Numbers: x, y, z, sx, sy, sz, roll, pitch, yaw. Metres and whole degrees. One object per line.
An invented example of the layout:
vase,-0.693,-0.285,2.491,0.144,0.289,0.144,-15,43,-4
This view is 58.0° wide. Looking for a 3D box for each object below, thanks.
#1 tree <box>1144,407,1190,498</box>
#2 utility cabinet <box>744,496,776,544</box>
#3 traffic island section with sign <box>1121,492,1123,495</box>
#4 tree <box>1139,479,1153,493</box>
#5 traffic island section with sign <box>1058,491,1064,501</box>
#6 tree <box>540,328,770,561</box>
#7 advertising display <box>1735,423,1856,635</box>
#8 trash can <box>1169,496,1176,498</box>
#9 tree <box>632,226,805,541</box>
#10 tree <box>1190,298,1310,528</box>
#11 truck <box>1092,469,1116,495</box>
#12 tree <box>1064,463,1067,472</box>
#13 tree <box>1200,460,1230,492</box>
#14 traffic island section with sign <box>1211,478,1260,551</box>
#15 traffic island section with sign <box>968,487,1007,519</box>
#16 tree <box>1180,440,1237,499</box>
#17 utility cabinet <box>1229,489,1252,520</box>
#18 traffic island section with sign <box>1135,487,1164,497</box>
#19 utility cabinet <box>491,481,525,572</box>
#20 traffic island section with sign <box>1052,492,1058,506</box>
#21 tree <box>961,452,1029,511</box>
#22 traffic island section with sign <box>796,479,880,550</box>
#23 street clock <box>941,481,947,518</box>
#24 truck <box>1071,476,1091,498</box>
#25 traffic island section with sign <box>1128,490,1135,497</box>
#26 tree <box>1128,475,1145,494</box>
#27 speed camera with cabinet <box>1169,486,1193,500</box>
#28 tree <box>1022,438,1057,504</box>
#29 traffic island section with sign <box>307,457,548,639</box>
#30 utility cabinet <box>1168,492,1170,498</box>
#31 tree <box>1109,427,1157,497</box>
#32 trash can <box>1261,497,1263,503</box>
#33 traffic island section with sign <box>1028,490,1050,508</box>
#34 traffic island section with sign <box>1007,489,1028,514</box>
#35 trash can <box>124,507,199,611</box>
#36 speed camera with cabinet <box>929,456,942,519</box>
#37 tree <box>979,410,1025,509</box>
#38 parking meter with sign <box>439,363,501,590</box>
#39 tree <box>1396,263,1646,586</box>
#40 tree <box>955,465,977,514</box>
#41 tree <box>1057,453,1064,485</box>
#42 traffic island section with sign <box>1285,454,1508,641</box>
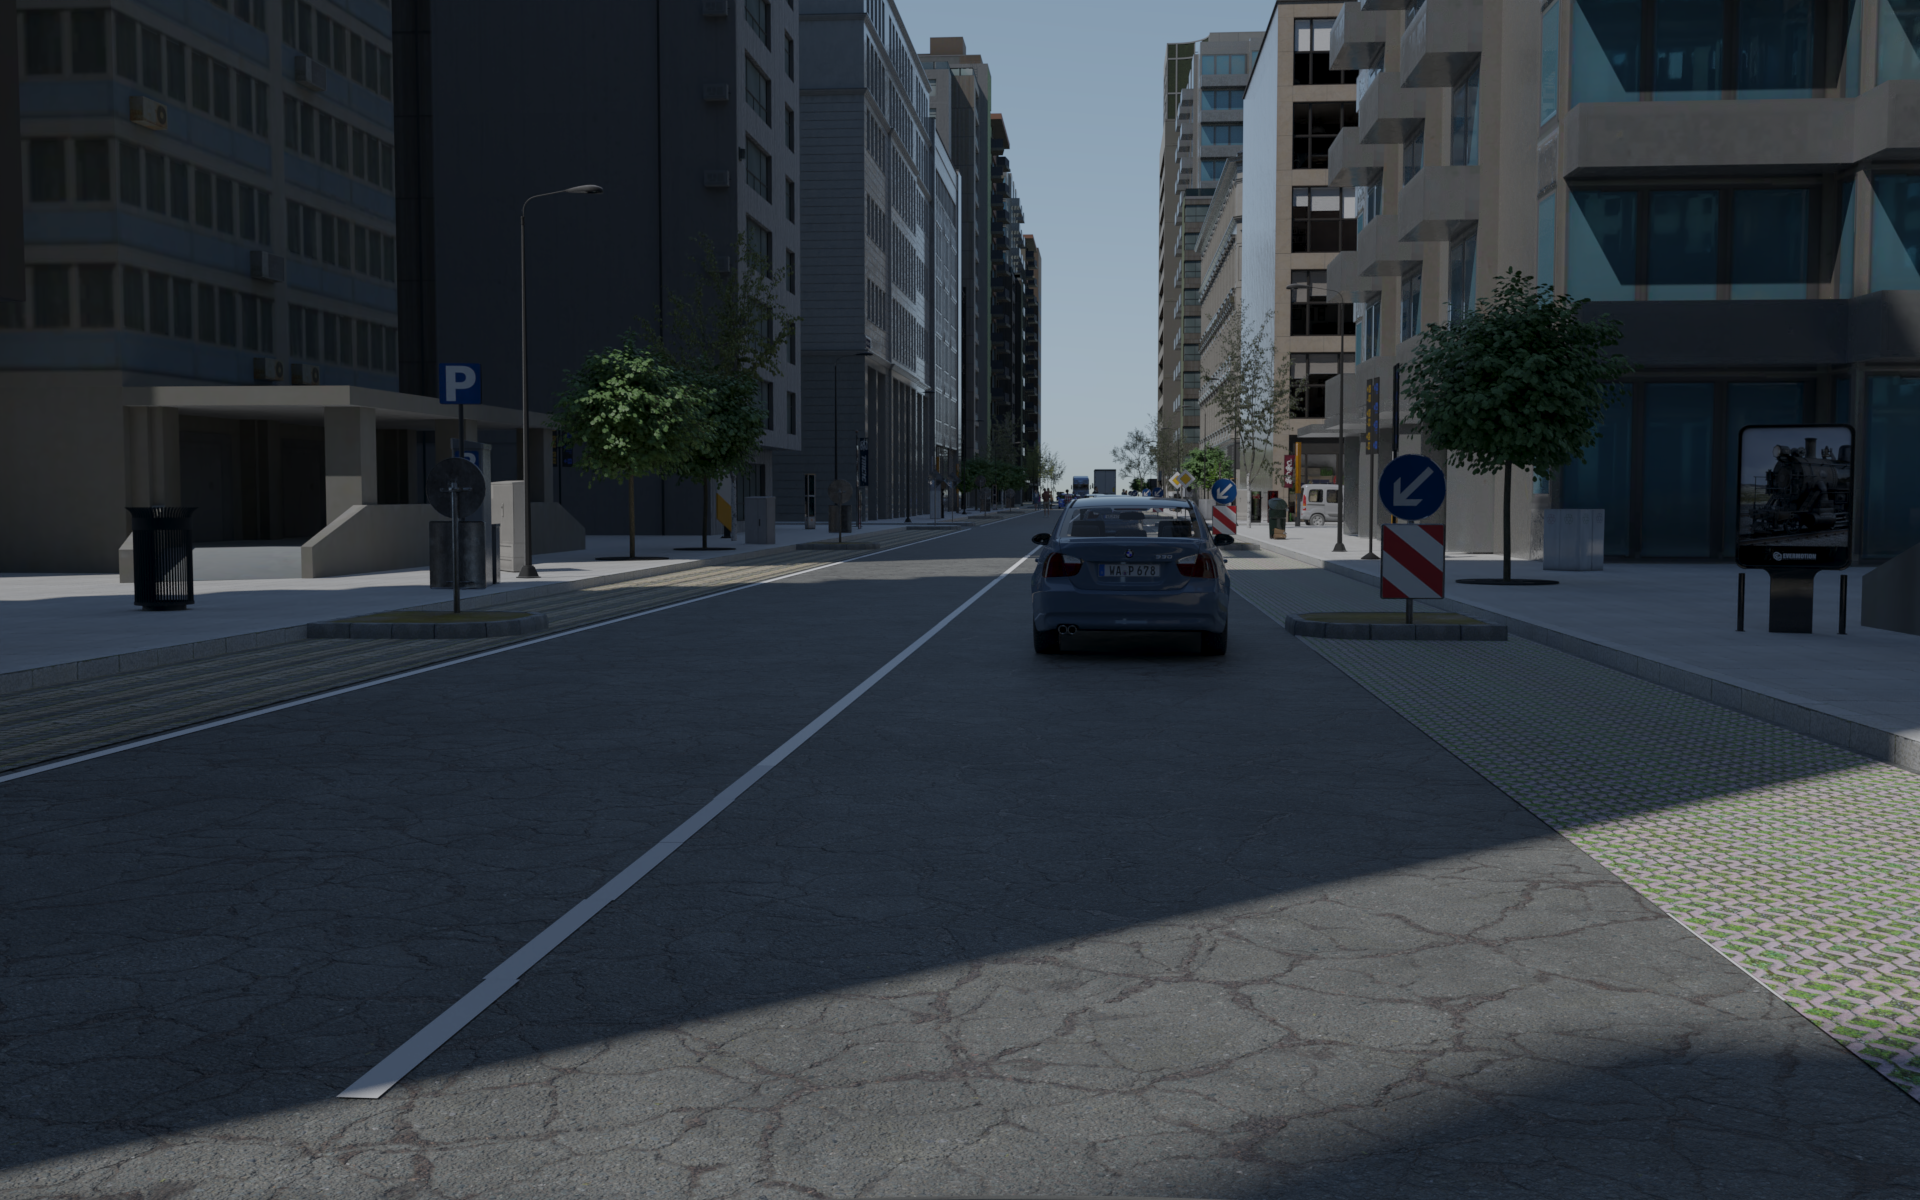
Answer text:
tree,17.454,-11.925,145.340,4.360,8.622,3.978,0,3,0
utility cabinet,-5.151,-2.043,44.563,0.306,1.237,1.020,-3,5,-40
traffic island section with sign,17.643,-10.241,176.072,1.989,1.847,2.006,0,4,5
tree,23.691,-13.728,219.046,1.663,3.219,1.824,0,3,0
traffic island section with sign,14.800,-15.323,259.151,1.989,1.847,2.006,0,4,5
tree,-6.509,-3.068,33.873,4.285,4.588,4.351,0,3,0
advertising display,7.678,-0.657,15.958,0.974,1.923,0.123,2,4,24
trash can,16.024,-7.251,130.201,0.748,1.137,0.748,0,3,0
tree,-6.415,-5.919,47.132,4.737,8.622,4.395,0,3,0
tree,10.881,-6.995,64.729,4.360,8.622,3.978,0,3,0
truck,16.632,-12.870,199.340,2.839,4.237,11.283,0,4,4
tree,15.595,-20.764,289.849,4.737,8.622,4.395,0,3,0
tree,14.376,-6.331,98.116,1.663,3.219,1.824,0,3,0
traffic island section with sign,6.651,-2.204,44.656,1.989,1.847,2.006,0,4,5
traffic island section with sign,1.515,-5.619,100.491,1.989,1.847,2.006,0,4,5
tree,15.008,-7.403,104.758,4.285,4.588,4.351,0,3,0
utility cabinet,13.554,-4.591,83.741,0.318,1.500,1.173,-3,5,-44
traffic island section with sign,11.205,-5.538,99.167,1.989,1.847,2.006,0,4,5
utility cabinet,-7.479,-1.227,28.740,0.318,1.500,1.173,-2,4,-33
traffic island section with sign,10.205,-11.973,204.382,1.989,1.847,2.006,0,4,5
tree,3.015,-9.951,146.419,4.285,4.588,4.351,0,3,0
traffic island section with sign,-3.126,-2.226,45.022,1.989,1.847,2.006,0,4,5
street clock,-0.959,-5.292,91.097,0.471,2.002,0.358,-3,5,-39
truck,18.164,-16.679,262.465,2.967,4.110,18.799,0,4,3
traffic island section with sign,13.507,-7.216,126.610,1.989,1.847,2.006,0,4,5
tree,30.284,-18.949,293.524,4.285,4.588,4.351,0,3,0
speed camera with cabinet,19.047,-9.481,149.350,2.038,3.252,0.660,-2,4,-25
tree,9.618,-16.968,227.792,4.737,8.622,4.395,0,3,0
traffic island section with sign,-5.393,-0.570,17.947,1.989,1.847,2.006,0,4,5
utility cabinet,18.640,-8.684,150.654,1.173,1.500,0.318,2,4,29
tree,25.054,-18.609,238.670,8.767,10.594,7.601,-3,5,-40
trash can,13.474,-4.130,79.174,0.748,1.137,0.748,0,3,0
traffic island section with sign,7.895,-10.285,176.785,1.989,1.847,2.006,0,4,5
traffic island section with sign,3.772,-7.272,127.525,1.989,1.847,2.006,0,4,5
trash can,-8.816,-0.459,19.163,0.748,1.137,0.748,0,3,0
speed camera with cabinet,-1.259,-5.819,89.476,0.660,3.252,2.038,0,4,0
tree,3.679,-12.276,151.073,4.360,8.622,3.978,0,3,0
parking meter with sign,-6.724,-1.694,23.950,0.543,3.016,1.738,0,4,-5
tree,7.975,-2.516,24.843,4.285,4.588,4.351,0,3,0
tree,0.376,-7.337,114.555,1.663,3.219,1.824,0,3,0
tree,11.671,-18.053,245.528,4.737,8.622,4.395,0,3,0
traffic island section with sign,4.399,-0.561,17.795,1.989,1.847,2.006,0,4,5
